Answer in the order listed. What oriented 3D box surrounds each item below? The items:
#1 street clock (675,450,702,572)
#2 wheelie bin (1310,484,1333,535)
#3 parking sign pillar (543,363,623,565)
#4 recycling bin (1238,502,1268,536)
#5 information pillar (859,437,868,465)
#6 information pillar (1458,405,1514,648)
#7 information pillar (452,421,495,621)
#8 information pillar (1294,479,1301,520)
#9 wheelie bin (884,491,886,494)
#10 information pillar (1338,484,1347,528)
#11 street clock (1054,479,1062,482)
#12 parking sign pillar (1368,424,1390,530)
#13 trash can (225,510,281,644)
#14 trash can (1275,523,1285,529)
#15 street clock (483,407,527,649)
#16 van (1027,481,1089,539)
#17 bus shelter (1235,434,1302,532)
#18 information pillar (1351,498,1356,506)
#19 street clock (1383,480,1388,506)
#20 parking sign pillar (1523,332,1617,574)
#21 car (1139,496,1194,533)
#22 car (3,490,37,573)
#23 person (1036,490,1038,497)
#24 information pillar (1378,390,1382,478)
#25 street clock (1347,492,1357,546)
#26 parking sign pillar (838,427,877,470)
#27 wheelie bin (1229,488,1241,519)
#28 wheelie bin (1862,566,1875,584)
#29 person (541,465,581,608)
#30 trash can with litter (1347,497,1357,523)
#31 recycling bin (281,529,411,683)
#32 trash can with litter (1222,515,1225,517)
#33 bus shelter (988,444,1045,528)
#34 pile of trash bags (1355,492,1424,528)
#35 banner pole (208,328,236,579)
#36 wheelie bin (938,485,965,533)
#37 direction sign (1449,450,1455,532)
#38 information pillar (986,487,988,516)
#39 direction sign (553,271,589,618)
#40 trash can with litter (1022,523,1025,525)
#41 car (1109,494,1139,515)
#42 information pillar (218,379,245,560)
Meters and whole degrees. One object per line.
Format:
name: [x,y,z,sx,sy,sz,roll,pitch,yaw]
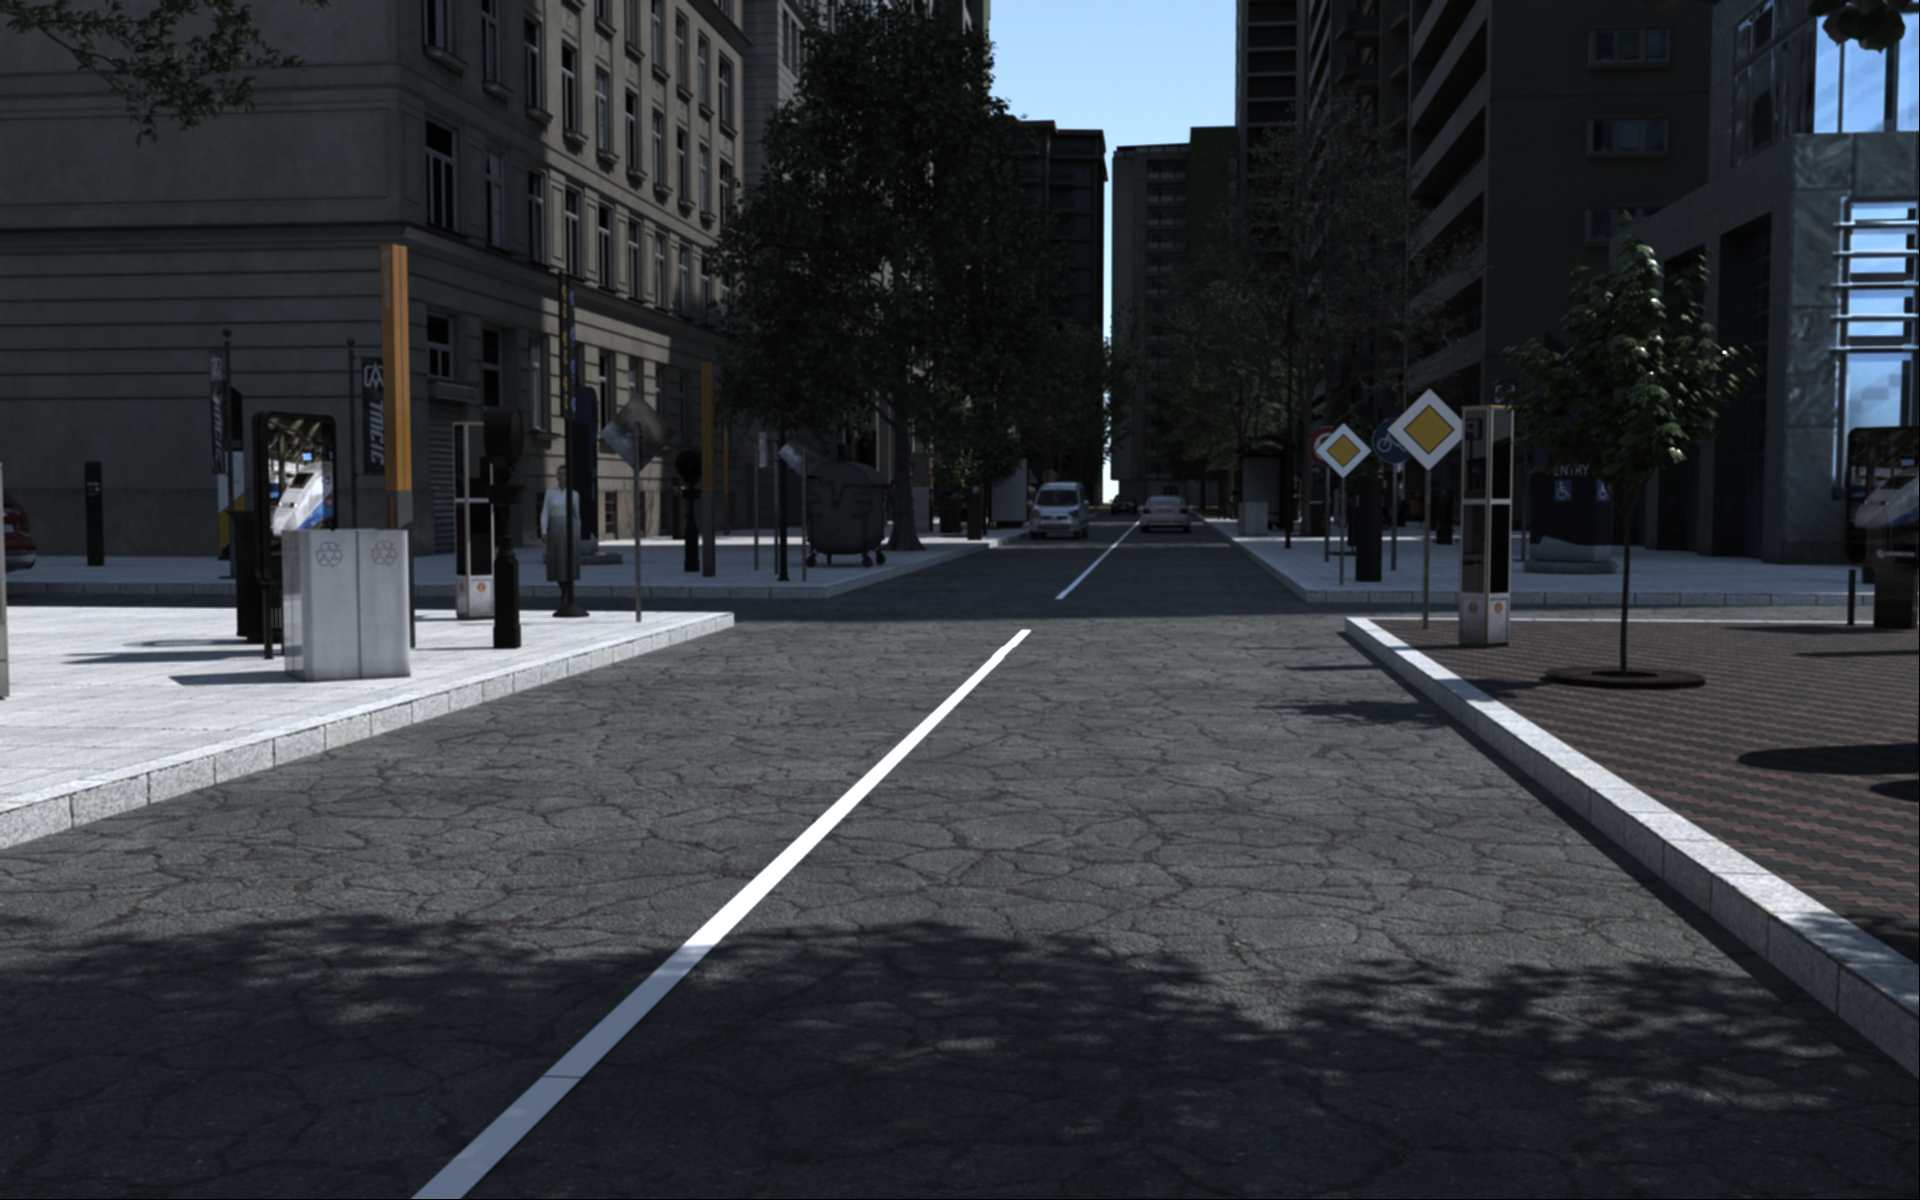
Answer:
street clock: [-4.432,-1.469,28.589,0.471,2.002,0.358,1,4,18]
wheelie bin: [11.149,-2.811,53.872,0.980,1.594,0.693,3,4,37]
parking sign pillar: [-6.945,-2.649,31.785,1.447,3.967,1.447,0,4,-5]
recycling bin: [9.008,-2.489,53.245,0.722,1.027,0.722,-1,4,-10]
information pillar: [-3.465,-4.337,62.267,0.183,3.616,0.504,2,4,32]
information pillar: [4.408,-0.613,14.516,0.304,2.012,0.304,-2,4,-33]
information pillar: [-4.958,-0.806,17.678,0.304,2.012,0.304,-3,5,-40]
information pillar: [16.904,-5.048,87.028,0.304,2.012,0.304,-1,4,-19]
wheelie bin: [-3.719,-4.218,76.876,0.693,1.594,0.980,-3,5,-41]
information pillar: [14.567,-3.755,65.892,0.304,2.012,0.304,1,4,17]
street clock: [4.826,-4.921,85.023,0.471,2.002,0.358,-2,4,-31]
parking sign pillar: [14.640,-4.485,61.803,1.447,3.967,1.447,1,4,17]
trash can: [-5.964,-0.207,15.044,0.748,1.137,0.748,0,3,0]
trash can: [12.039,-3.229,64.442,0.748,1.137,0.748,0,3,0]
street clock: [-3.776,-0.600,14.388,0.358,2.002,0.471,0,4,-2]
van: [3.233,-3.002,56.096,2.013,2.044,4.112,1,4,9]
bus shelter: [10.760,-4.090,60.788,2.014,3.302,5.546,0,4,7]
information pillar: [13.333,-4.120,58.709,0.183,3.616,0.504,0,4,3]
street clock: [21.123,-5.010,86.486,0.471,2.002,0.358,-3,5,-44]
parking sign pillar: [9.976,-2.432,28.241,1.447,3.967,1.447,-2,4,-31]
car: [7.771,-3.238,65.298,2.083,1.381,4.827,0,4,8]
car: [-15.467,-0.913,23.605,5.304,1.827,2.281,0,4,5]
person: [8.163,-10.576,181.517,0.705,1.812,1.348,-1,4,-10]
information pillar: [9.391,-2.902,38.796,0.183,3.616,0.504,1,4,12]
street clock: [9.721,-2.340,42.827,0.471,2.002,0.358,-2,4,-26]
parking sign pillar: [-4.129,-5.103,71.899,1.447,3.967,1.447,-1,4,-11]
wheelie bin: [14.104,-4.889,87.845,0.693,1.594,0.980,3,5,43]
wheelie bin: [13.227,-1.029,24.737,0.693,1.594,0.980,3,5,45]
person: [-5.017,-0.804,21.876,0.478,1.798,0.641,0,4,-1]
trash can with litter: [17.387,-3.971,76.316,0.624,1.170,1.055,-1,4,-14]
recycling bin: [-4.337,0.020,12.228,0.722,1.027,0.722,-2,4,-32]
trash can with litter: [15.148,-5.132,94.966,1.678,1.210,2.233,-3,5,-43]
bus shelter: [2.103,-4.520,67.833,2.014,3.302,5.546,0,4,7]
pile of trash bags: [16.820,-3.539,67.610,1.912,1.369,3.447,-2,4,-29]
banner pole: [-11.236,-2.226,26.413,0.863,3.779,0.401,3,5,43]
wheelie bin: [-0.301,-3.009,57.106,0.980,1.594,0.693,2,4,23]
direction sign: [16.708,-4.099,59.018,0.379,3.537,0.876,1,4,20]
information pillar: [1.394,-5.827,99.768,0.304,2.012,0.304,3,4,37]
direction sign: [-4.083,-1.595,18.071,0.379,3.537,0.876,0,4,-4]
trash can with litter: [2.252,-3.674,71.451,0.624,1.170,1.055,-3,5,-43]
car: [11.289,-6.676,118.938,2.009,1.686,4.222,0,4,8]
information pillar: [-14.183,-2.587,33.645,0.504,3.616,0.183,-1,4,-14]
